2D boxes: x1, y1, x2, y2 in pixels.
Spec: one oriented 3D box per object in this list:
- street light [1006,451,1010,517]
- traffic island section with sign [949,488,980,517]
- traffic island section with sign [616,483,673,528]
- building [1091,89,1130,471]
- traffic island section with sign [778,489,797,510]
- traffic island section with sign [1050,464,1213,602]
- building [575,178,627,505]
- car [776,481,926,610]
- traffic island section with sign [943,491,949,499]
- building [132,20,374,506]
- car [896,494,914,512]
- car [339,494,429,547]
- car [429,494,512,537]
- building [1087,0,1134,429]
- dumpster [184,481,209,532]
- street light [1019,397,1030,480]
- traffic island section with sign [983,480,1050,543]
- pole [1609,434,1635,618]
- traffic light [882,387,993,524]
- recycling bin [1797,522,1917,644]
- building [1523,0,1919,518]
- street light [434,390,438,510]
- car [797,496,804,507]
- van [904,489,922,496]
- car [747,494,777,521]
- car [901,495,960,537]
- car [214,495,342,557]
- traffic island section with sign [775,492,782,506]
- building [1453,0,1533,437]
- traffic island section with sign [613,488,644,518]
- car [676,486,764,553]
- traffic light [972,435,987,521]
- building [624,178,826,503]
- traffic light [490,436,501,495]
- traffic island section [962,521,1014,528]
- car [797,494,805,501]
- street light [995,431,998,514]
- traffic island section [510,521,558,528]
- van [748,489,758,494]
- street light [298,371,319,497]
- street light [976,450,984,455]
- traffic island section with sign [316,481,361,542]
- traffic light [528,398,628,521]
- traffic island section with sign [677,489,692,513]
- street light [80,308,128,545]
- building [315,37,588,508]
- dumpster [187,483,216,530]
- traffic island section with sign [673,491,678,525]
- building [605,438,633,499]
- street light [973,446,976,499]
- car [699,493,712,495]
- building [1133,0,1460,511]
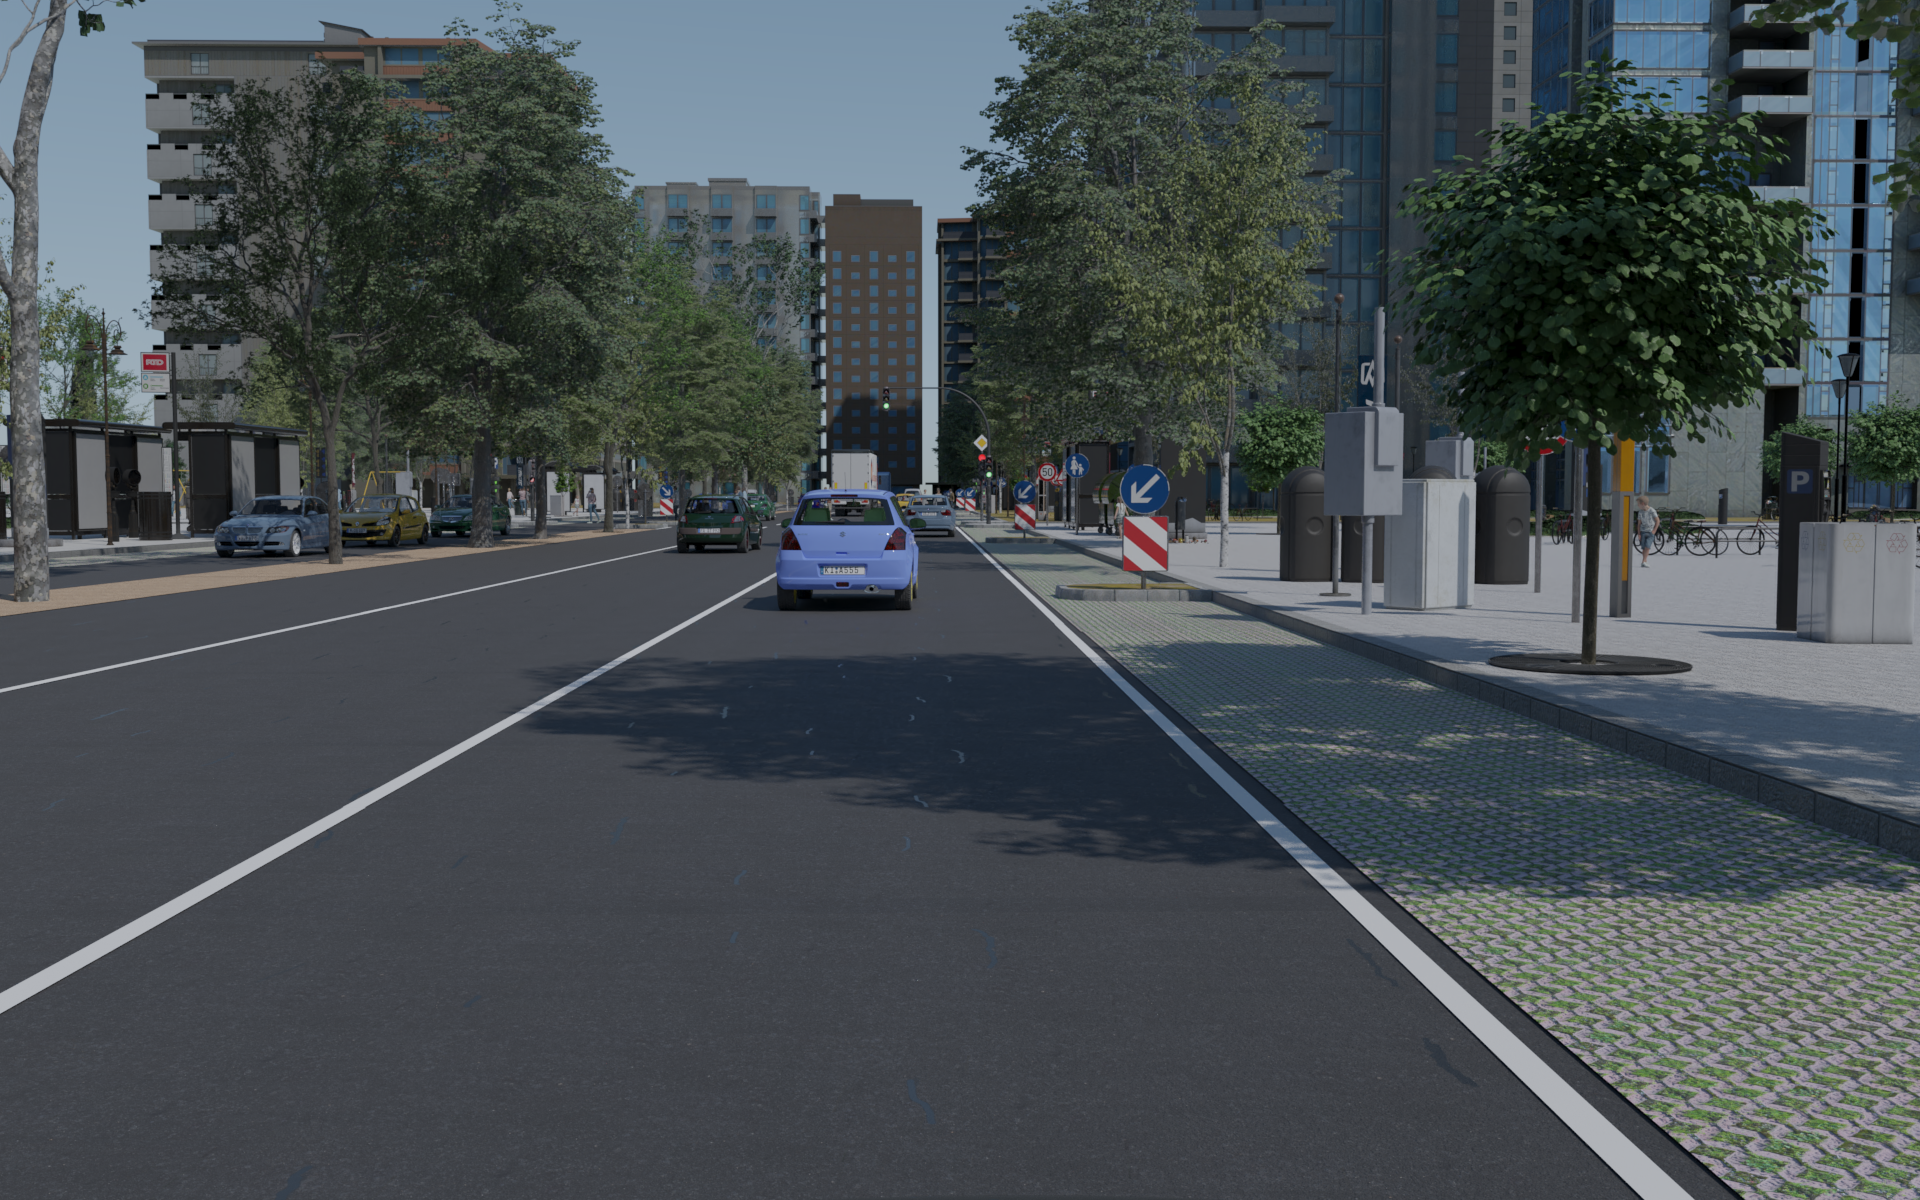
[{"bbox_3d":[2.723,-7.668,98.152,0.468,5.910,1.993,0,4,-1],"label":"street light"},{"bbox_3d":[0.503,-5.995,106.640,1.989,1.847,2.006,0,4,-1],"label":"traffic island section with sign"},{"bbox_3d":[-13.497,-4.013,73.744,2.006,1.907,1.989,0,4,-1],"label":"traffic island section with sign"},{"bbox_3d":[22.018,-33.050,190.477,14.600,45.320,14.200,0,4,-1],"label":"building"},{"bbox_3d":[-15.347,-9.060,156.269,2.006,1.907,1.989,0,4,-1],"label":"traffic island section with sign"},{"bbox_3d":[2.342,-0.933,23.884,1.989,1.847,2.006,0,4,-1],"label":"traffic island section with sign"},{"bbox_3d":[-51.740,-31.182,201.702,23.993,40.220,32.217,0,4,-1],"label":"building"},{"bbox_3d":[-1.416,-0.800,22.669,1.945,1.707,3.694,0,3,0],"label":"car"},{"bbox_3d":[-0.111,-7.643,133.589,1.989,1.847,2.006,0,4,-1],"label":"traffic island section with sign"},{"bbox_3d":[-77.817,-37.490,202.203,27.495,52.752,28.713,0,4,-1],"label":"building"},{"bbox_3d":[-3.514,-6.177,111.213,2.015,1.641,3.980,0,4,-3],"label":"car"},{"bbox_3d":[-16.124,-2.323,48.198,2.015,1.641,3.980,0,4,0],"label":"car"},{"bbox_3d":[-16.660,-2.891,59.074,2.131,1.459,4.920,0,4,0],"label":"car"},{"bbox_3d":[24.248,-47.076,207.949,20.563,71.187,20.611,0,4,-1],"label":"building"},{"bbox_3d":[-25.729,-3.289,59.540,1.264,1.857,1.865,0,4,-1],"label":"dumpster"},{"bbox_3d":[3.078,-6.734,82.892,0.468,5.910,1.993,0,4,-1],"label":"street light"},{"bbox_3d":[1.751,-2.581,50.833,1.989,1.847,2.006,0,4,-1],"label":"traffic island section with sign"},{"bbox_3d":[6.872,-1.473,17.929,0.158,3.312,0.155,0,3,0],"label":"pole"},{"bbox_3d":[-0.898,-6.047,73.531,4.771,5.953,1.251,0,4,-1],"label":"traffic light"},{"bbox_3d":[7.820,-0.157,15.128,0.722,1.027,0.722,0,4,5],"label":"recycling bin"},{"bbox_3d":[48.511,-48.351,103.203,31.000,86.520,22.319,0,4,-1],"label":"building"},{"bbox_3d":[-21.876,-6.084,72.260,0.468,5.910,1.993,0,4,-1],"label":"street light"},{"bbox_3d":[-10.873,-6.940,126.049,1.945,1.354,3.894,0,3,0],"label":"car"},{"bbox_3d":[-3.826,-8.221,141.422,2.013,2.044,4.112,0,4,0],"label":"van"},{"bbox_3d":[-11.003,-4.994,93.450,2.131,1.459,4.920,0,4,-1],"label":"car"},{"bbox_3d":[-1.023,-2.861,58.781,2.014,1.417,4.499,0,4,0],"label":"car"},{"bbox_3d":[-15.986,-1.762,40.818,2.014,1.417,4.499,0,4,-2],"label":"car"},{"bbox_3d":[-22.660,-12.368,210.845,1.989,1.847,2.006,0,4,-1],"label":"traffic island section with sign"},{"bbox_3d":[56.811,-47.150,209.157,20.611,71.187,20.563,0,4,-1],"label":"building"},{"bbox_3d":[-20.313,-5.971,106.245,1.989,1.847,2.006,0,4,-1],"label":"traffic island section with sign"},{"bbox_3d":[-5.980,-2.052,43.337,2.009,1.686,4.222,0,4,0],"label":"car"},{"bbox_3d":[1.012,-5.675,81.702,0.839,4.253,0.868,0,4,-1],"label":"traffic light"},{"bbox_3d":[-35.192,-39.470,264.937,30.456,49.044,23.786,0,4,-1],"label":"building"},{"bbox_3d":[-19.864,-5.157,73.233,0.839,4.253,0.868,0,4,-1],"label":"traffic light"},{"bbox_3d":[1.231,-3.153,73.834,2.009,0.180,2.903,0,4,-1],"label":"traffic island section"},{"bbox_3d":[-19.084,-12.588,214.850,2.155,1.783,4.494,0,4,0],"label":"car"},{"bbox_3d":[2.370,-8.557,112.688,0.468,5.910,1.993,0,4,-1],"label":"street light"},{"bbox_3d":[-20.084,-3.613,81.350,2.009,0.180,2.903,0,4,-1],"label":"traffic island section"},{"bbox_3d":[-18.761,-8.978,153.803,2.013,2.044,4.112,0,4,-3],"label":"van"},{"bbox_3d":[-21.621,-5.195,57.721,0.468,5.910,1.993,0,4,-1],"label":"street light"},{"bbox_3d":[1.789,-10.349,141.990,0.468,5.910,1.993,0,4,-1],"label":"street light"},{"bbox_3d":[-19.087,-2.641,51.816,1.989,1.847,2.006,0,4,-1],"label":"traffic island section with sign"},{"bbox_3d":[-17.954,-6.522,81.298,4.771,5.953,1.251,0,4,-1],"label":"traffic light"},{"bbox_3d":[-20.922,-7.619,133.194,1.989,1.847,2.006,0,4,-1],"label":"traffic island section with sign"},{"bbox_3d":[-21.277,-4.306,43.185,0.468,5.910,1.993,0,4,-1],"label":"street light"},{"bbox_3d":[-49.242,-31.514,169.879,22.147,44.769,28.867,0,4,-1],"label":"building"},{"bbox_3d":[-24.408,-3.344,57.160,1.502,2.255,1.985,0,4,-1],"label":"dumpster"},{"bbox_3d":[-13.653,-4.466,81.149,2.006,1.907,1.989,0,4,-1],"label":"traffic island section with sign"},{"bbox_3d":[-57.361,-29.881,260.254,14.107,30.474,14.160,0,4,-1],"label":"building"},{"bbox_3d":[1.326,-11.238,156.523,0.468,5.910,1.993,0,4,-1],"label":"street light"},{"bbox_3d":[-21.460,-8.355,146.199,1.945,1.707,3.694,0,4,1],"label":"car"},{"bbox_3d":[26.080,-31.782,139.248,23.786,49.044,30.456,0,4,-1],"label":"building"}]
